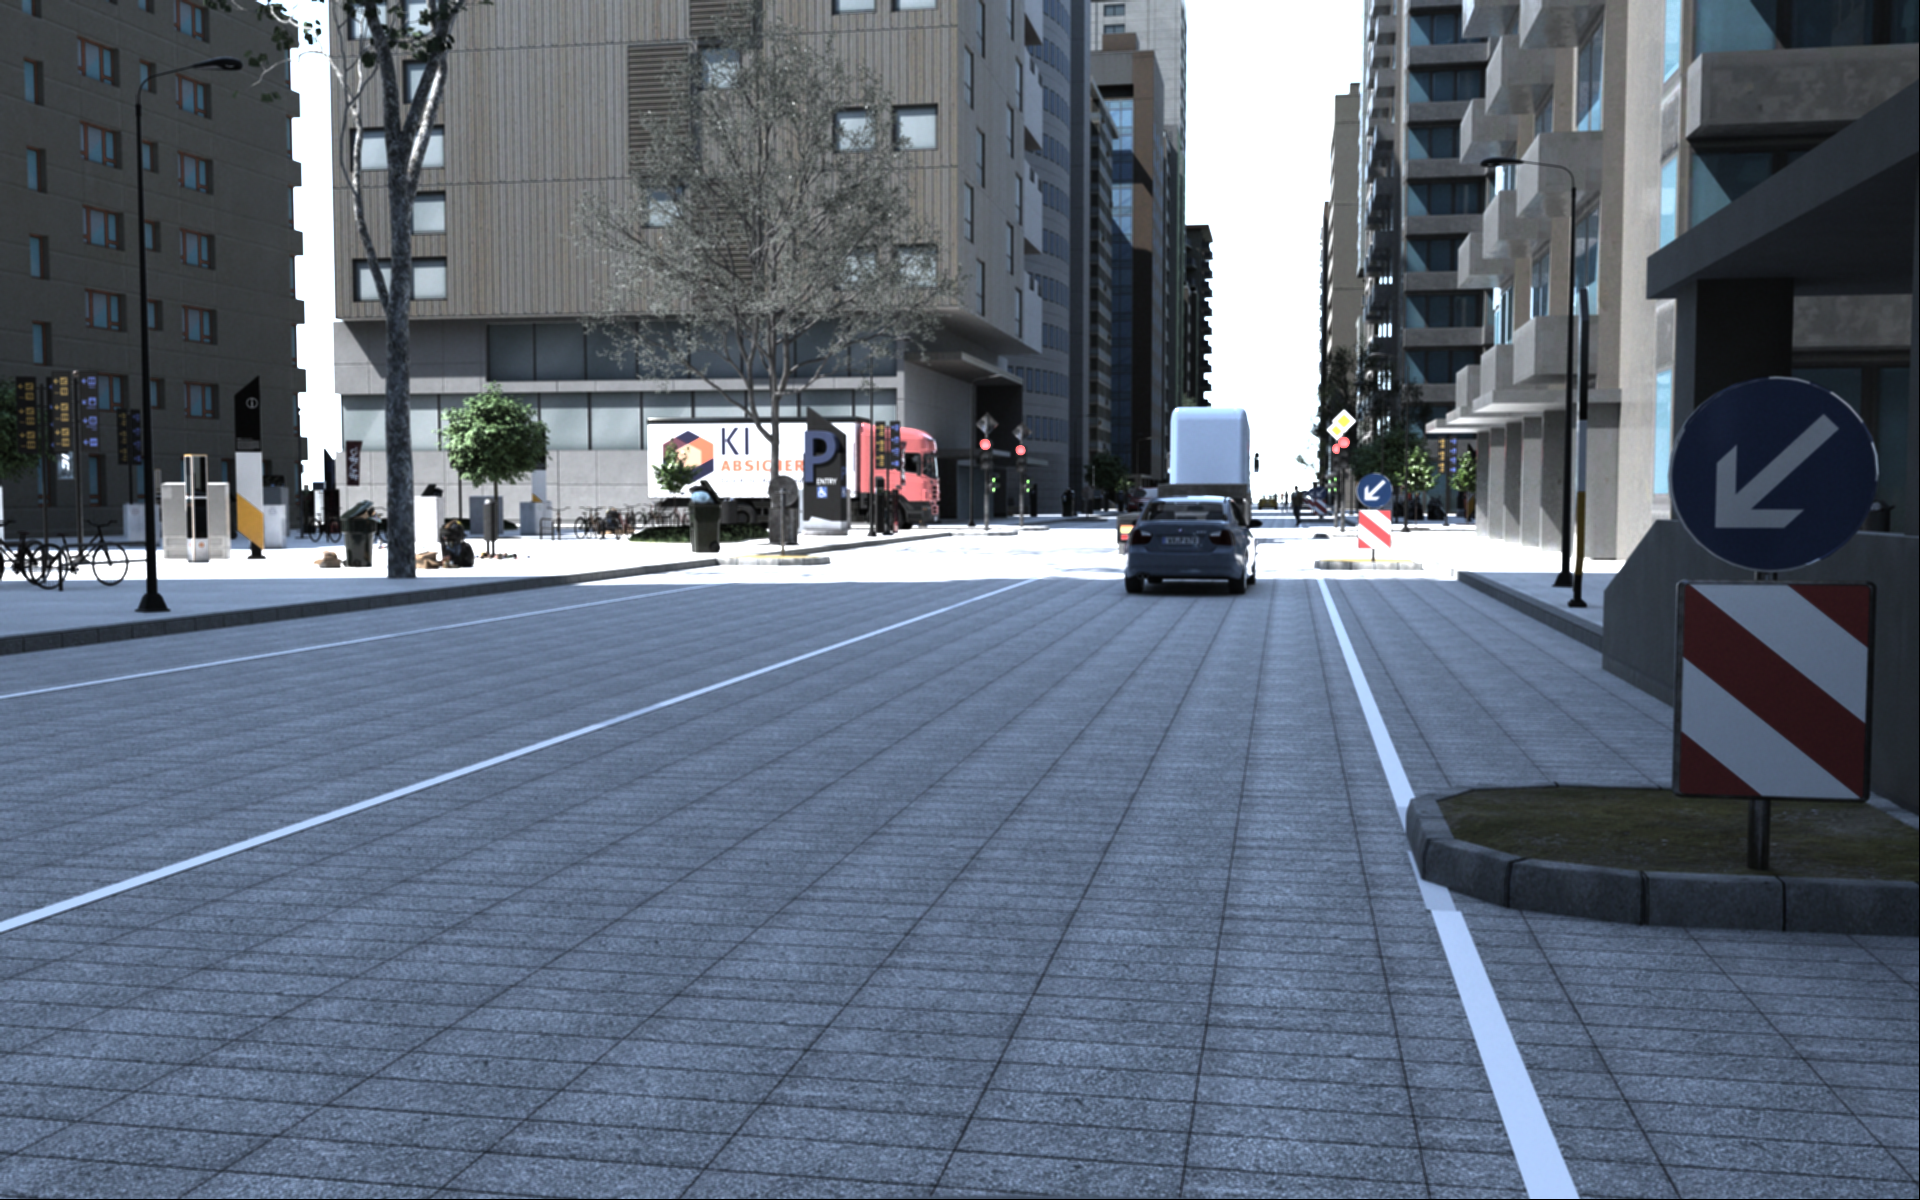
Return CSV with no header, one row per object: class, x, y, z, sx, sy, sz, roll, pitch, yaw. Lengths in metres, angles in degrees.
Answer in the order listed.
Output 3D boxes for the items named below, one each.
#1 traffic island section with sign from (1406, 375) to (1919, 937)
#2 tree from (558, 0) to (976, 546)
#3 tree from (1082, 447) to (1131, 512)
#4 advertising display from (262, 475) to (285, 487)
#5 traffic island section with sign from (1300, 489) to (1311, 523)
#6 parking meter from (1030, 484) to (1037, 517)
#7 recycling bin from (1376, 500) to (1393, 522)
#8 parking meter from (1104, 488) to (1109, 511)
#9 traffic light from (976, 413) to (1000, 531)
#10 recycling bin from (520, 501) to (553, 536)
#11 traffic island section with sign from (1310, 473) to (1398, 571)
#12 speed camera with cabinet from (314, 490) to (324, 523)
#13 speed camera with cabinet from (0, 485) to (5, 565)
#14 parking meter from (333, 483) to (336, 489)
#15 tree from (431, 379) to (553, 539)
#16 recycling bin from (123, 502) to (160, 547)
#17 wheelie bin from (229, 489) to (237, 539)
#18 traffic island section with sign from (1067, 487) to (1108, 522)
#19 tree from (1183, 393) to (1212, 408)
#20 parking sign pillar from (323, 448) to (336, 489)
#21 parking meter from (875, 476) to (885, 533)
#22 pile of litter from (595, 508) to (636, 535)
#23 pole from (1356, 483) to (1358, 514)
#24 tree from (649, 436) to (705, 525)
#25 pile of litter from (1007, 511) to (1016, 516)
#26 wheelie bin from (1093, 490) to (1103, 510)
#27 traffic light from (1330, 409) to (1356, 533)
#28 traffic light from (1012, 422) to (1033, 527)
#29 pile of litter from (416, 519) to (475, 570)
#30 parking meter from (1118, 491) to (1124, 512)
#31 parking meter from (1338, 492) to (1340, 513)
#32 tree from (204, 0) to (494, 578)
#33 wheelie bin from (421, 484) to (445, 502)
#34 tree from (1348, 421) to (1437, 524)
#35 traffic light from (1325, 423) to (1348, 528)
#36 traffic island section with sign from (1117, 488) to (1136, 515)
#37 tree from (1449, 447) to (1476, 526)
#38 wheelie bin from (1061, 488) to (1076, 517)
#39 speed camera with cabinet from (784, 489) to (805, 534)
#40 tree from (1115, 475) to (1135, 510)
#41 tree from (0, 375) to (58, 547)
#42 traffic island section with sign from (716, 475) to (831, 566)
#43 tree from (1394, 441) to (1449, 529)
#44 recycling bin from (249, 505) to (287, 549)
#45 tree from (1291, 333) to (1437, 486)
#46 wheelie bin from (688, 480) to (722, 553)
traffic island section with sign,2.770,0.123,6.617,1.989,1.847,2.006,1,4,11
tree,-4.711,-8.102,42.831,12.009,13.543,11.850,0,3,0
tree,10.330,-8.447,121.825,4.285,4.588,4.351,0,3,0
advertising display,-23.766,-3.333,59.703,0.974,1.923,0.123,-1,4,-16
traffic island section with sign,18.062,-4.821,87.448,1.989,1.847,2.006,1,4,11
parking meter,4.153,-5.640,97.926,0.399,1.863,0.255,1,4,12
recycling bin,19.591,-4.125,79.995,0.722,1.027,0.722,0,4,6
parking meter,11.251,-7.803,133.291,0.255,1.863,0.399,-2,4,-24
traffic light,0.935,-4.325,59.636,0.839,4.253,0.868,1,4,11
recycling bin,-13.201,-2.531,53.938,0.722,1.027,0.722,2,4,34
traffic island section with sign,7.824,-1.511,33.326,1.989,1.847,2.006,1,4,11
speed camera with cabinet,-29.486,-5.071,77.250,2.038,3.252,0.660,0,4,-7
speed camera with cabinet,-16.790,-2.139,29.309,0.660,3.252,2.038,-1,4,-16
parking meter,-29.895,-4.737,83.163,0.399,1.863,0.255,2,4,34
tree,-13.390,-4.026,49.540,4.285,4.588,4.351,0,3,0
recycling bin,-20.006,-1.821,42.334,0.722,1.027,0.722,-2,4,-34
wheelie bin,-20.987,-2.529,49.253,0.980,1.594,0.693,3,5,44
traffic island section with sign,6.643,-4.983,90.093,1.989,1.847,2.006,1,4,11
tree,28.279,-18.968,216.777,9.857,13.997,8.962,0,3,0
parking sign pillar,-36.725,-6.904,101.357,1.447,3.967,1.447,0,4,7
parking meter,-2.636,-3.128,56.848,0.255,1.863,0.399,-1,4,-16
pile of litter,-10.857,-2.513,55.057,1.719,0.858,1.176,-2,4,-32
pole,25.354,-7.124,110.325,0.158,3.312,0.155,0,3,0
tree,-9.699,-3.887,58.151,1.663,3.219,1.824,0,3,0
pile of litter,2.681,-5.261,99.974,1.176,0.858,1.719,3,5,40
wheelie bin,10.710,-7.828,135.897,0.980,1.594,0.693,0,4,-1
traffic light,12.692,-4.191,57.435,0.839,4.253,0.868,1,4,11
traffic light,2.420,-4.805,67.482,0.839,4.253,0.868,1,4,11
pile of litter,-9.075,-0.985,30.076,1.176,0.858,1.719,1,4,19
parking meter,11.526,-7.065,123.921,0.372,1.533,0.369,0,3,0
parking meter,25.638,-6.842,117.584,0.255,1.863,0.399,0,4,4
tree,-7.504,-10.464,26.978,12.611,20.169,13.585,0,3,0
wheelie bin,-16.757,-2.880,54.992,0.693,1.594,0.980,-2,4,-35
tree,19.207,-5.629,75.748,4.285,4.588,4.351,0,3,0
traffic light,14.177,-4.670,65.282,0.839,4.253,0.868,1,4,11
traffic island section with sign,11.656,-6.603,116.579,1.989,1.847,2.006,1,4,11
tree,20.865,-4.656,70.720,1.663,3.219,1.824,0,3,0
wheelie bin,6.126,-5.491,97.692,0.693,1.594,0.980,1,4,17
speed camera with cabinet,-5.007,-3.747,55.595,2.038,3.252,0.660,-1,4,-19
tree,12.872,-8.778,138.116,1.663,3.219,1.824,0,3,0
tree,-23.825,-3.582,42.276,4.285,4.588,4.351,0,3,0
traffic island section with sign,-3.720,-1.633,35.326,1.989,1.847,2.006,1,4,11
tree,16.725,-4.236,63.866,1.663,3.219,1.824,0,3,0
recycling bin,-16.255,-1.719,40.653,0.722,1.027,0.722,-1,4,-11
tree,23.383,-10.105,99.633,8.767,10.594,7.601,2,4,24
wheelie bin,-5.580,-1.828,37.800,0.693,1.594,0.980,-1,4,-20
